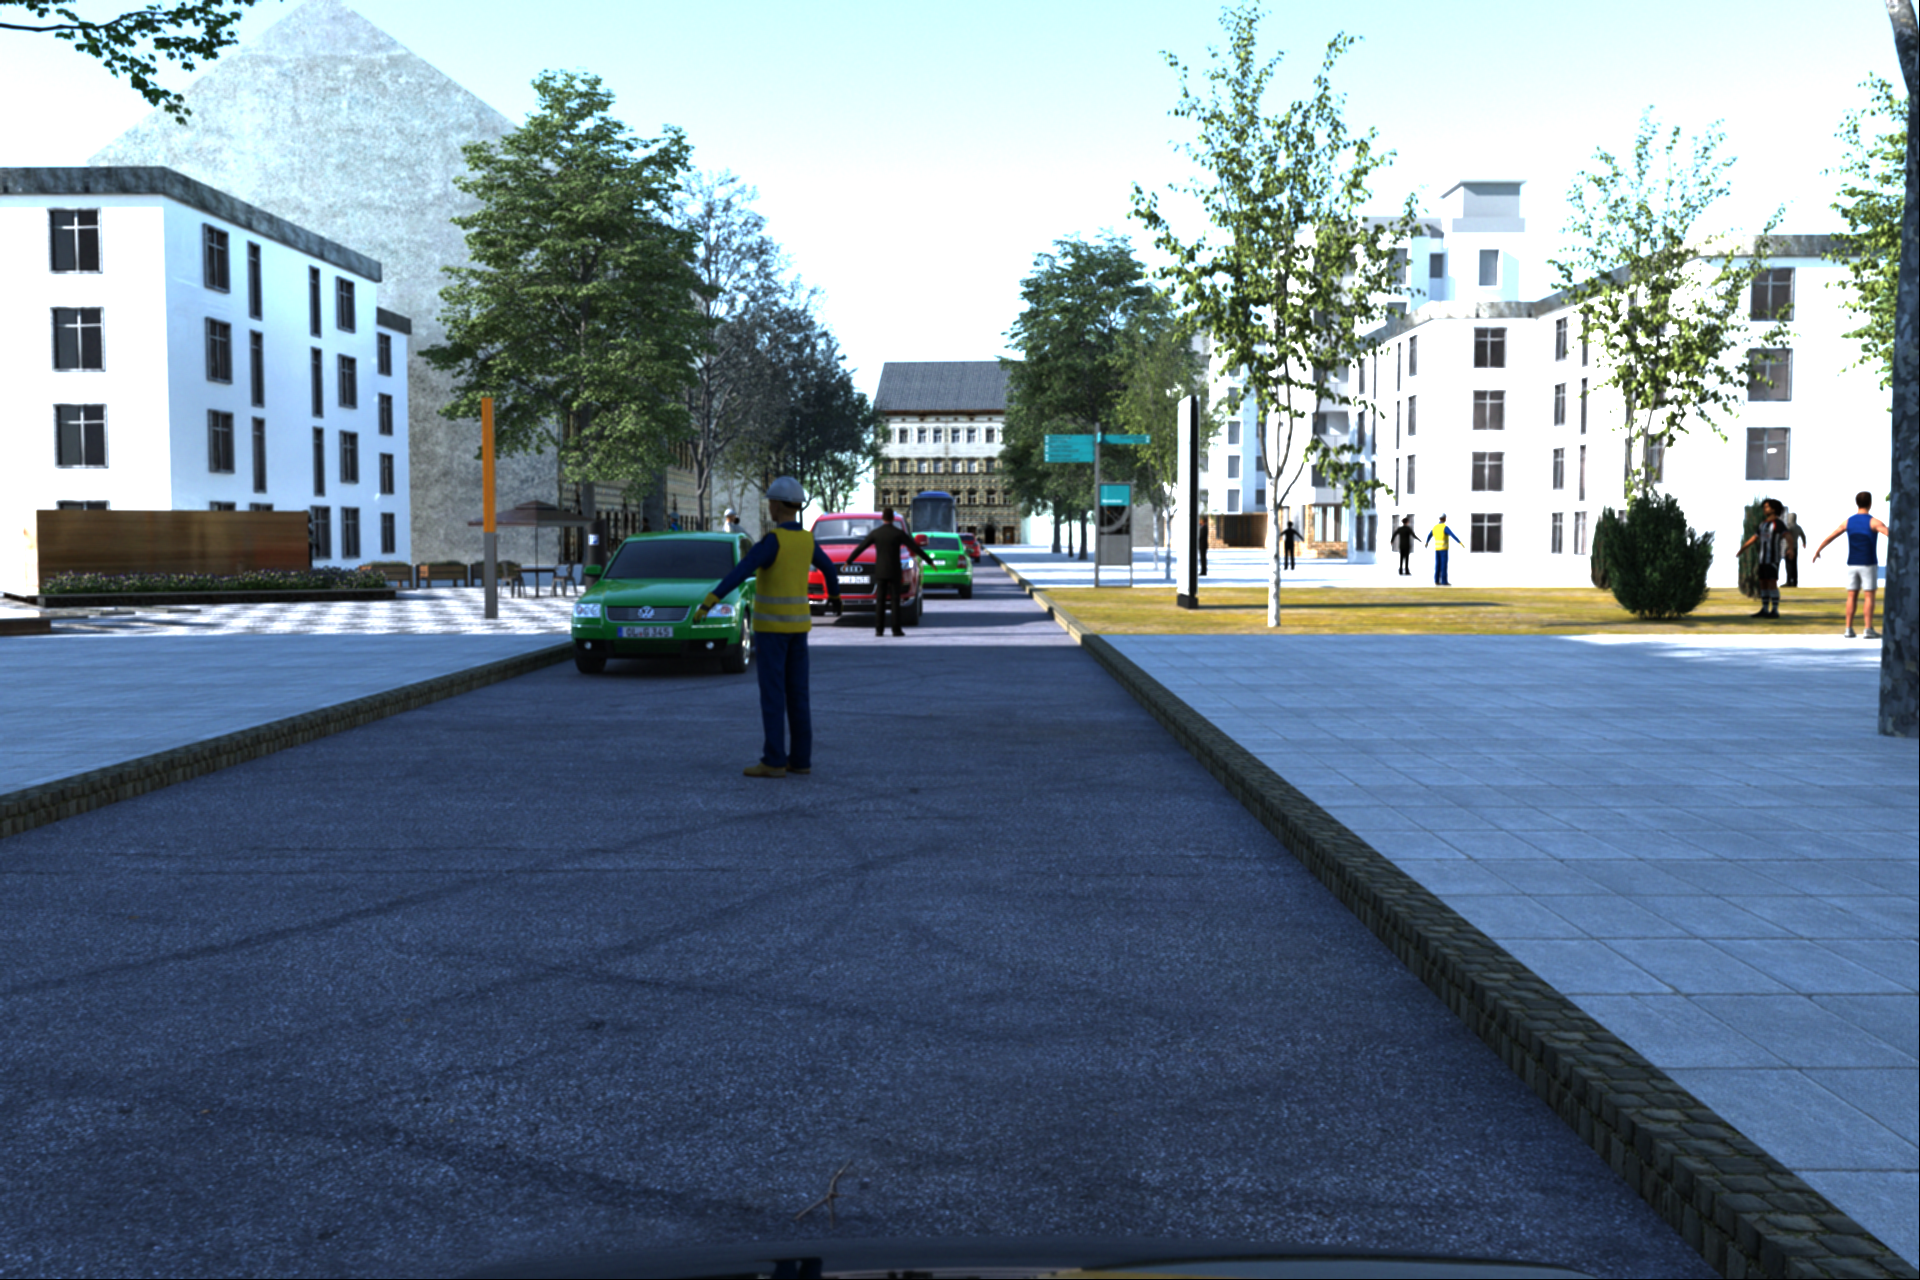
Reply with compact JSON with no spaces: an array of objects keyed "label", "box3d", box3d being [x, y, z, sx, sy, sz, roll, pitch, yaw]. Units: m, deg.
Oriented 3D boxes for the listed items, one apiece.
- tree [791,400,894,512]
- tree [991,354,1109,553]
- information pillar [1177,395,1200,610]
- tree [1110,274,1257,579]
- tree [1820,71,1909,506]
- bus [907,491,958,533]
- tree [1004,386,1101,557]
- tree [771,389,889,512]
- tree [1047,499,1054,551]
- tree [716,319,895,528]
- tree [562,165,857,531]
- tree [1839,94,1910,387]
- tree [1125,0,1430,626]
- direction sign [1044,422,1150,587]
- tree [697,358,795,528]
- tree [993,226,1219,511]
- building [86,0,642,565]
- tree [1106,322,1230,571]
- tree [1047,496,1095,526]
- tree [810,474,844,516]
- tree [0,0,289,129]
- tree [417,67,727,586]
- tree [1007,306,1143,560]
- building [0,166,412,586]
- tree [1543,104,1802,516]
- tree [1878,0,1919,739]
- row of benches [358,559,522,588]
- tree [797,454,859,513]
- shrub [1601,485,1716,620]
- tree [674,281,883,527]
[{"label":"tree","box3d":[-8.765,-12.376,128.096,9.928,11.665,9.643,0,3,0]},{"label":"tree","box3d":[6.558,-12.949,118.369,9.857,13.997,8.962,0,3,0]},{"label":"information pillar","box3d":[3.971,-2.375,30.152,0.184,3.620,1.656,0,4,0]},{"label":"tree","box3d":[5.863,-6.054,49.338,4.360,8.622,3.978,0,3,0]},{"label":"tree","box3d":[14.682,-4.608,25.704,4.737,8.622,4.395,0,3,0]},{"label":"bus","box3d":[-1.471,-6.828,103.186,2.896,3.916,12.251,0,4,1]},{"label":"tree","box3d":[5.858,-9.872,95.821,7.601,10.594,8.767,-2,4,-28]},{"label":"tree","box3d":[-8.408,-11.313,110.727,9.928,11.665,9.643,0,3,0]},{"label":"tree","box3d":[6.546,-10.922,128.933,4.360,8.622,3.978,0,3,0]},{"label":"tree","box3d":[-8.817,-11.409,96.910,12.009,13.543,11.850,0,3,0]},{"label":"tree","box3d":[-8.634,-9.012,57.714,12.009,13.543,11.850,0,3,0]},{"label":"tree","box3d":[21.481,-7.137,34.811,7.486,12.596,7.792,0,3,0]},{"label":"tree","box3d":[4.337,-4.482,23.643,4.737,8.622,4.395,0,3,0]},{"label":"direction sign","box3d":[3.275,-3.193,40.963,2.525,3.948,1.411,0,4,1]},{"label":"tree","box3d":[-9.346,-7.401,71.363,4.360,8.622,3.978,0,3,0]},{"label":"tree","box3d":[6.217,-10.114,72.025,9.857,13.997,8.962,0,3,0]},{"label":"building","box3d":[-25.634,-15.197,79.394,19.493,23.208,18.063,0,3,0]},{"label":"tree","box3d":[7.015,-6.717,60.191,4.737,8.622,4.395,0,3,0]},{"label":"tree","box3d":[15.709,-19.077,218.558,9.857,13.997,8.962,0,3,0]},{"label":"tree","box3d":[-15.777,-16.044,212.689,4.360,8.622,3.978,0,3,0]},{"label":"tree","box3d":[-9.022,-5.345,13.142,9.928,11.665,9.643,0,3,0]},{"label":"tree","box3d":[-9.512,-7.654,43.277,7.486,12.596,7.792,0,3,0]},{"label":"tree","box3d":[6.098,-10.267,85.984,7.486,12.596,7.792,0,3,0]},{"label":"building","box3d":[-22.431,-6.830,53.822,9.099,9.664,28.070,0,4,1]},{"label":"tree","box3d":[12.356,-4.912,30.670,4.737,8.622,4.395,0,3,0]},{"label":"tree","box3d":[7.539,-9.433,10.114,12.611,20.169,13.585,0,3,0]},{"label":"row of benches","box3d":[-12.570,-1.609,41.764,4.104,0.672,1.422,-3,5,-44]},{"label":"tree","box3d":[-16.640,-17.976,219.663,9.928,11.665,9.643,0,3,0]},{"label":"shrub","box3d":[10.477,-1.320,25.994,1.690,2.028,1.600,0,3,0]},{"label":"tree","box3d":[-8.876,-10.611,83.856,12.009,13.543,11.850,0,3,0]}]
